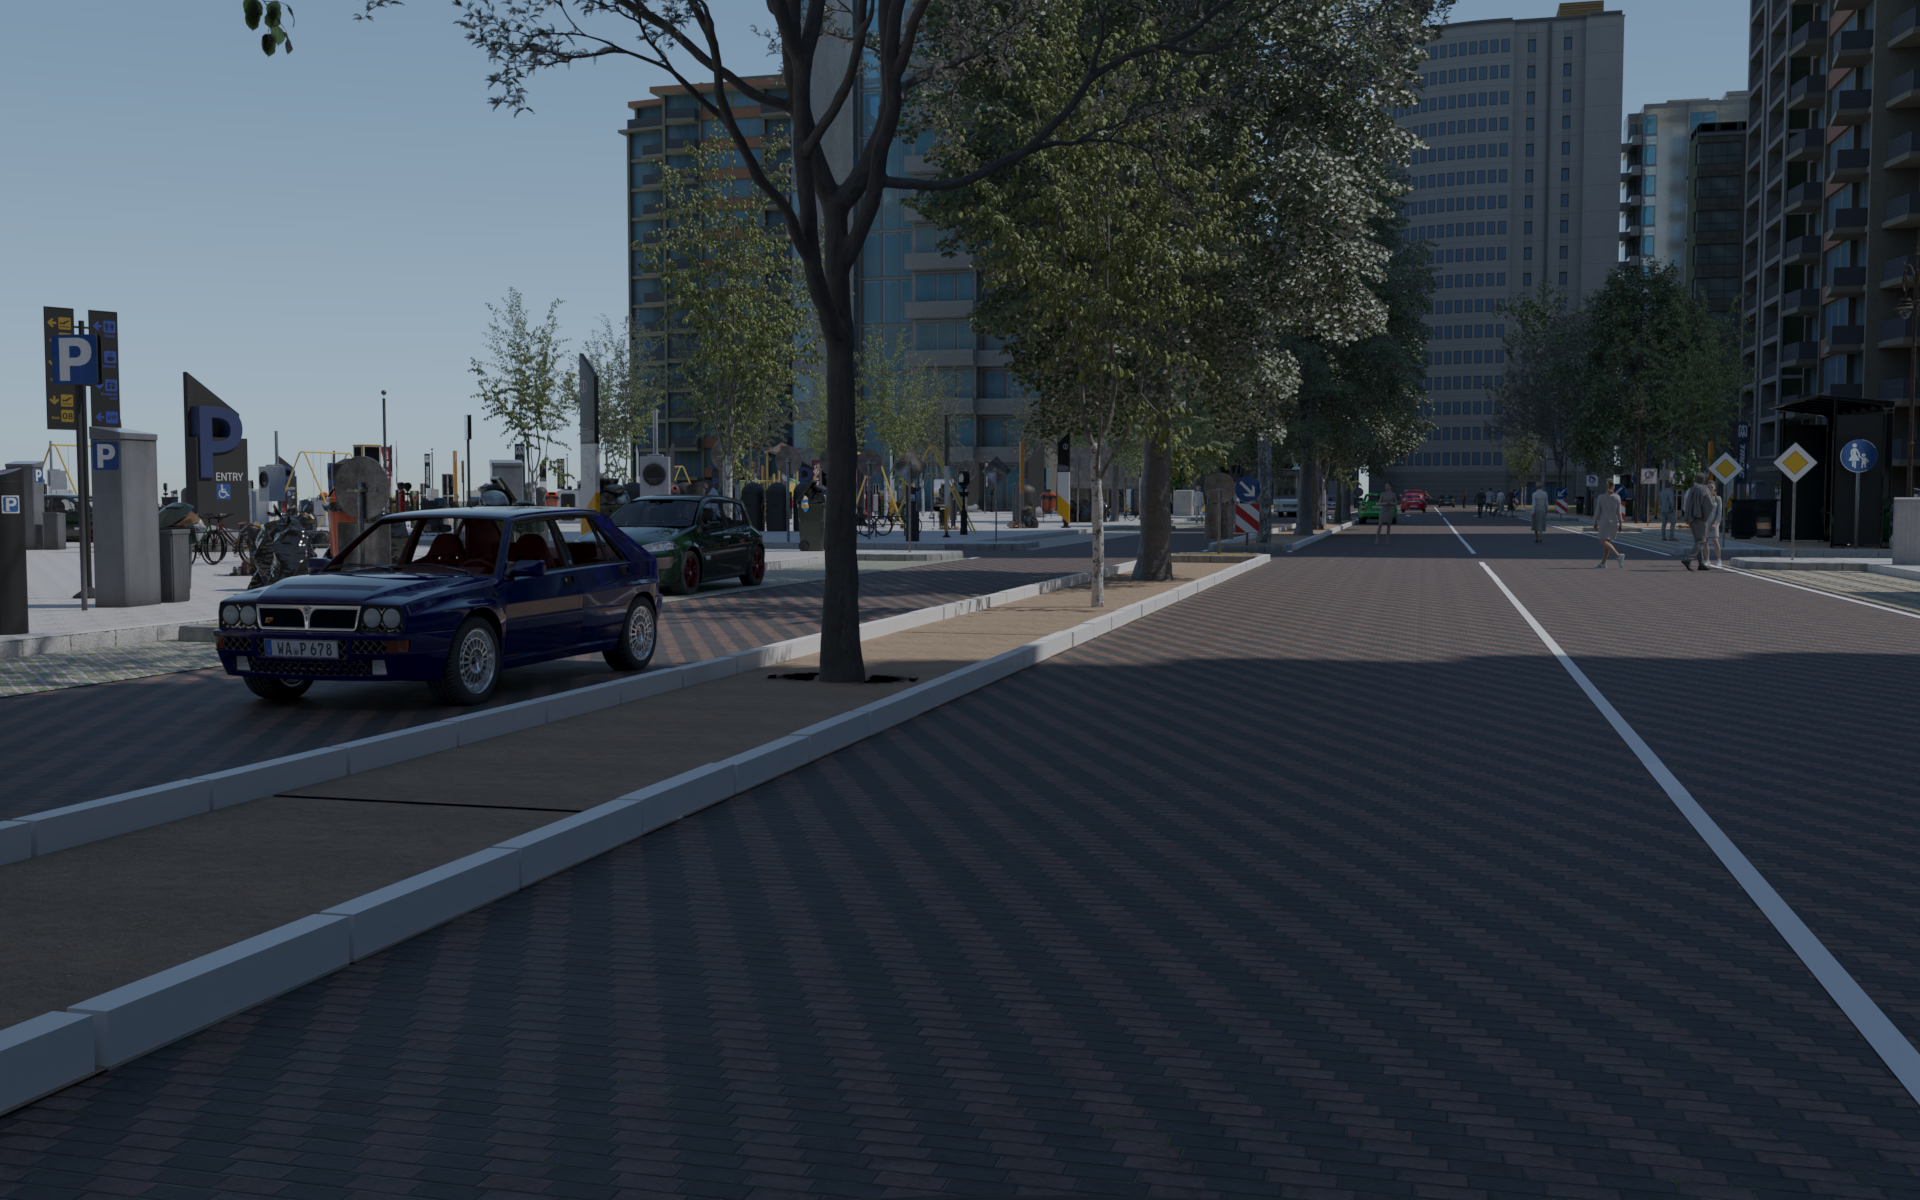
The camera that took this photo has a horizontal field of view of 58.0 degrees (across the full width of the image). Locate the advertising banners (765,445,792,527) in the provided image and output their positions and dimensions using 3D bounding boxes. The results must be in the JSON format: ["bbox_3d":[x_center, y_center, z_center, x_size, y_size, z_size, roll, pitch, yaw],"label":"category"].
[{"bbox_3d":[-6.891,-4.082,62.925,2.074,3.025,0.090,3,4,38],"label":"advertising banners"}]

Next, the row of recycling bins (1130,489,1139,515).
[{"bbox_3d":[11.402,-6.015,105.456,1.069,1.692,3.534,2,4,34],"label":"row of recycling bins"}]

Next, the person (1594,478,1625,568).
[{"bbox_3d":[12.521,-1.472,33.321,0.466,1.731,0.760,-2,4,-30],"label":"person"}]

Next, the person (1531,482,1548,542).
[{"bbox_3d":[17.104,-2.593,51.118,0.478,1.798,0.641,1,4,21],"label":"person"}]

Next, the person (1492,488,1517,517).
[{"bbox_3d":[34.535,-6.182,109.796,1.509,1.804,0.699,1,4,22],"label":"person"}]

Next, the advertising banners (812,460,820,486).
[{"bbox_3d":[-8.099,-5.658,88.693,2.074,3.025,0.090,0,4,-5],"label":"advertising banners"}]

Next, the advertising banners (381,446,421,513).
[{"bbox_3d":[-20.732,-4.160,64.208,0.090,3.025,2.074,2,4,24],"label":"advertising banners"}]

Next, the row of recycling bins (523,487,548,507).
[{"bbox_3d":[-24.747,-5.580,98.342,3.534,1.692,1.069,2,4,34],"label":"row of recycling bins"}]

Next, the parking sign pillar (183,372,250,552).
[{"bbox_3d":[-16.598,-3.071,38.688,1.447,3.967,1.447,2,4,32],"label":"parking sign pillar"}]

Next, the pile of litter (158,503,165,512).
[{"bbox_3d":[-37.115,-4.093,80.880,1.176,0.858,1.719,-3,5,-42],"label":"pile of litter"}]

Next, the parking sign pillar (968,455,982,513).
[{"bbox_3d":[0.776,-8.060,120.258,1.447,3.967,1.447,3,4,38],"label":"parking sign pillar"}]

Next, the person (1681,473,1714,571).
[{"bbox_3d":[13.785,-1.450,32.313,0.850,1.850,0.679,-2,4,-26],"label":"person"}]

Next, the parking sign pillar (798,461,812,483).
[{"bbox_3d":[-11.143,-8.327,124.623,1.447,3.967,1.447,-1,4,-11],"label":"parking sign pillar"}]

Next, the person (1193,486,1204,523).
[{"bbox_3d":[11.692,-4.677,84.846,0.514,1.842,0.818,0,4,-8],"label":"person"}]

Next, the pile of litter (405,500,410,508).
[{"bbox_3d":[-41.126,-6.987,128.207,1.719,0.858,1.176,-3,5,-42],"label":"pile of litter"}]

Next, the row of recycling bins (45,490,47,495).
[{"bbox_3d":[-51.396,-5.298,93.732,3.534,1.692,1.069,-2,4,-27],"label":"row of recycling bins"}]

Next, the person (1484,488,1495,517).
[{"bbox_3d":[32.816,-6.060,107.422,0.661,1.843,0.795,2,4,30],"label":"person"}]

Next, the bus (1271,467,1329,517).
[{"bbox_3d":[22.037,-7.146,111.697,2.948,3.499,13.247,1,4,16],"label":"bus"}]

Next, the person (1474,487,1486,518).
[{"bbox_3d":[31.258,-5.854,103.992,0.659,1.850,0.755,2,4,27],"label":"person"}]

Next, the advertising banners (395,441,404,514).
[{"bbox_3d":[-18.721,-3.762,57.693,0.090,3.025,2.074,-1,4,-15],"label":"advertising banners"}]

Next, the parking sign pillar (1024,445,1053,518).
[{"bbox_3d":[4.022,-6.515,94.985,1.447,3.967,1.447,-3,5,-44],"label":"parking sign pillar"}]

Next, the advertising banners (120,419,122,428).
[{"bbox_3d":[-20.367,-2.765,41.393,0.090,3.025,2.074,-3,5,-44],"label":"advertising banners"}]

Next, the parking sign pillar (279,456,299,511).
[{"bbox_3d":[-46.312,-7.995,119.188,1.447,3.967,1.447,2,4,32],"label":"parking sign pillar"}]

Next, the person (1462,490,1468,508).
[{"bbox_3d":[50.806,-10.145,174.387,0.705,1.821,1.348,3,4,36],"label":"person"}]

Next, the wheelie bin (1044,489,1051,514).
[{"bbox_3d":[5.506,-6.323,111.282,0.980,1.594,0.693,1,4,20],"label":"wheelie bin"}]

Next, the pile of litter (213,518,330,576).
[{"bbox_3d":[-10.967,-0.825,27.458,1.719,0.858,1.176,2,4,25],"label":"pile of litter"}]

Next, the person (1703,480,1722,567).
[{"bbox_3d":[14.902,-1.524,34.417,0.512,1.701,0.522,2,4,31],"label":"person"}]

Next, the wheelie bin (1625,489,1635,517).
[{"bbox_3d":[37.992,-5.554,98.718,0.980,1.594,0.693,1,4,13],"label":"wheelie bin"}]

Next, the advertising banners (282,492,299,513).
[{"bbox_3d":[-45.238,-7.321,115.884,2.074,3.025,0.090,1,4,10],"label":"advertising banners"}]

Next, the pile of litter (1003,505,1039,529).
[{"bbox_3d":[2.269,-3.120,64.985,1.719,0.858,1.176,-3,4,-39],"label":"pile of litter"}]

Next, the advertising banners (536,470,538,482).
[{"bbox_3d":[-29.266,-7.596,120.378,0.090,3.025,2.074,-2,4,-23],"label":"advertising banners"}]

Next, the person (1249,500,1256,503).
[{"bbox_3d":[15.039,-4.929,89.435,0.694,1.780,0.624,-1,4,-16],"label":"person"}]

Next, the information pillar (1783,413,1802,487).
[{"bbox_3d":[23.310,-3.498,48.549,0.504,3.616,0.183,1,4,19],"label":"information pillar"}]

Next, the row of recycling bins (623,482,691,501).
[{"bbox_3d":[-10.409,-3.230,59.924,1.069,1.692,3.534,2,4,32],"label":"row of recycling bins"}]

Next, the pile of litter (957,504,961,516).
[{"bbox_3d":[-0.084,-5.518,104.183,1.176,0.858,1.719,3,4,36],"label":"pile of litter"}]

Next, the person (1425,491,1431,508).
[{"bbox_3d":[49.171,-10.623,182.908,1.217,1.743,0.721,0,4,6],"label":"person"}]

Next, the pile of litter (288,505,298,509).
[{"bbox_3d":[-26.598,-3.327,68.354,1.176,0.858,1.719,-1,4,-10],"label":"pile of litter"}]

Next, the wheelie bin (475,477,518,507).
[{"bbox_3d":[-8.421,-1.445,31.527,0.693,1.594,0.980,-2,4,-30],"label":"wheelie bin"}]

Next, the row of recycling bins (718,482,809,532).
[{"bbox_3d":[-6.677,-3.224,59.818,3.534,1.692,1.069,1,4,11],"label":"row of recycling bins"}]

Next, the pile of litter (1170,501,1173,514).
[{"bbox_3d":[13.612,-5.991,111.913,1.719,0.858,1.176,2,4,32],"label":"pile of litter"}]

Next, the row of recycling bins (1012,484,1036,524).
[{"bbox_3d":[2.755,-4.146,74.894,1.069,1.692,3.534,0,4,1],"label":"row of recycling bins"}]

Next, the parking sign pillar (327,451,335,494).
[{"bbox_3d":[-38.827,-7.255,107.089,1.447,3.967,1.447,-1,4,-18],"label":"parking sign pillar"}]

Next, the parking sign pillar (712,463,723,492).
[{"bbox_3d":[-12.955,-6.420,93.445,1.447,3.967,1.447,1,4,14],"label":"parking sign pillar"}]

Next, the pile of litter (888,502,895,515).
[{"bbox_3d":[-3.948,-5.519,104.194,1.176,0.858,1.719,-3,5,-43],"label":"pile of litter"}]

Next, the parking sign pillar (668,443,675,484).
[{"bbox_3d":[-15.384,-6.296,91.415,1.447,3.967,1.447,0,4,2],"label":"parking sign pillar"}]

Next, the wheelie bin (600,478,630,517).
[{"bbox_3d":[-6.924,-1.604,34.129,0.693,1.594,0.980,2,4,33],"label":"wheelie bin"}]

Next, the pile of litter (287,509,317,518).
[{"bbox_3d":[-15.443,-1.656,41.041,1.719,0.858,1.176,0,4,5],"label":"pile of litter"}]

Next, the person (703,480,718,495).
[{"bbox_3d":[-6.312,-2.169,44.221,0.793,1.790,0.793,1,4,19],"label":"person"}]

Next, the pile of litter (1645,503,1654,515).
[{"bbox_3d":[42.523,-5.698,107.132,1.176,0.858,1.719,3,4,37],"label":"pile of litter"}]

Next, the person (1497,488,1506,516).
[{"bbox_3d":[34.966,-6.319,112.039,0.641,1.798,0.478,-3,5,-39],"label":"person"}]

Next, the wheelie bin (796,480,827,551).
[{"bbox_3d":[-3.292,-1.903,39.017,0.693,1.594,0.980,0,4,5],"label":"wheelie bin"}]

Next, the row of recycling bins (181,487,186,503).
[{"bbox_3d":[-44.470,-5.870,103.090,3.534,1.692,1.069,-1,4,-17],"label":"row of recycling bins"}]

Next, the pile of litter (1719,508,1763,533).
[{"bbox_3d":[25.845,-2.649,57.283,1.719,0.858,1.176,-1,4,-12],"label":"pile of litter"}]

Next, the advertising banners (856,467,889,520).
[{"bbox_3d":[-4.570,-5.509,86.258,2.074,3.025,0.090,-1,4,-18],"label":"advertising banners"}]

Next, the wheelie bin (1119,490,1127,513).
[{"bbox_3d":[11.110,-6.828,119.543,0.693,1.594,0.980,1,4,17],"label":"wheelie bin"}]

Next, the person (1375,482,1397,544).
[{"bbox_3d":[12.126,-2.475,49.301,0.599,1.781,0.374,1,4,13],"label":"person"}]

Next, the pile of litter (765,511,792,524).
[{"bbox_3d":[-7.959,-3.666,73.911,1.719,0.858,1.176,-1,4,-13],"label":"pile of litter"}]

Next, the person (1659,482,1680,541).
[{"bbox_3d":[21.571,-2.702,52.778,0.391,1.810,0.635,-2,4,-26],"label":"person"}]

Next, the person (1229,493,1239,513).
[{"bbox_3d":[13.487,-4.665,84.876,0.850,1.850,0.679,2,4,35],"label":"person"}]
